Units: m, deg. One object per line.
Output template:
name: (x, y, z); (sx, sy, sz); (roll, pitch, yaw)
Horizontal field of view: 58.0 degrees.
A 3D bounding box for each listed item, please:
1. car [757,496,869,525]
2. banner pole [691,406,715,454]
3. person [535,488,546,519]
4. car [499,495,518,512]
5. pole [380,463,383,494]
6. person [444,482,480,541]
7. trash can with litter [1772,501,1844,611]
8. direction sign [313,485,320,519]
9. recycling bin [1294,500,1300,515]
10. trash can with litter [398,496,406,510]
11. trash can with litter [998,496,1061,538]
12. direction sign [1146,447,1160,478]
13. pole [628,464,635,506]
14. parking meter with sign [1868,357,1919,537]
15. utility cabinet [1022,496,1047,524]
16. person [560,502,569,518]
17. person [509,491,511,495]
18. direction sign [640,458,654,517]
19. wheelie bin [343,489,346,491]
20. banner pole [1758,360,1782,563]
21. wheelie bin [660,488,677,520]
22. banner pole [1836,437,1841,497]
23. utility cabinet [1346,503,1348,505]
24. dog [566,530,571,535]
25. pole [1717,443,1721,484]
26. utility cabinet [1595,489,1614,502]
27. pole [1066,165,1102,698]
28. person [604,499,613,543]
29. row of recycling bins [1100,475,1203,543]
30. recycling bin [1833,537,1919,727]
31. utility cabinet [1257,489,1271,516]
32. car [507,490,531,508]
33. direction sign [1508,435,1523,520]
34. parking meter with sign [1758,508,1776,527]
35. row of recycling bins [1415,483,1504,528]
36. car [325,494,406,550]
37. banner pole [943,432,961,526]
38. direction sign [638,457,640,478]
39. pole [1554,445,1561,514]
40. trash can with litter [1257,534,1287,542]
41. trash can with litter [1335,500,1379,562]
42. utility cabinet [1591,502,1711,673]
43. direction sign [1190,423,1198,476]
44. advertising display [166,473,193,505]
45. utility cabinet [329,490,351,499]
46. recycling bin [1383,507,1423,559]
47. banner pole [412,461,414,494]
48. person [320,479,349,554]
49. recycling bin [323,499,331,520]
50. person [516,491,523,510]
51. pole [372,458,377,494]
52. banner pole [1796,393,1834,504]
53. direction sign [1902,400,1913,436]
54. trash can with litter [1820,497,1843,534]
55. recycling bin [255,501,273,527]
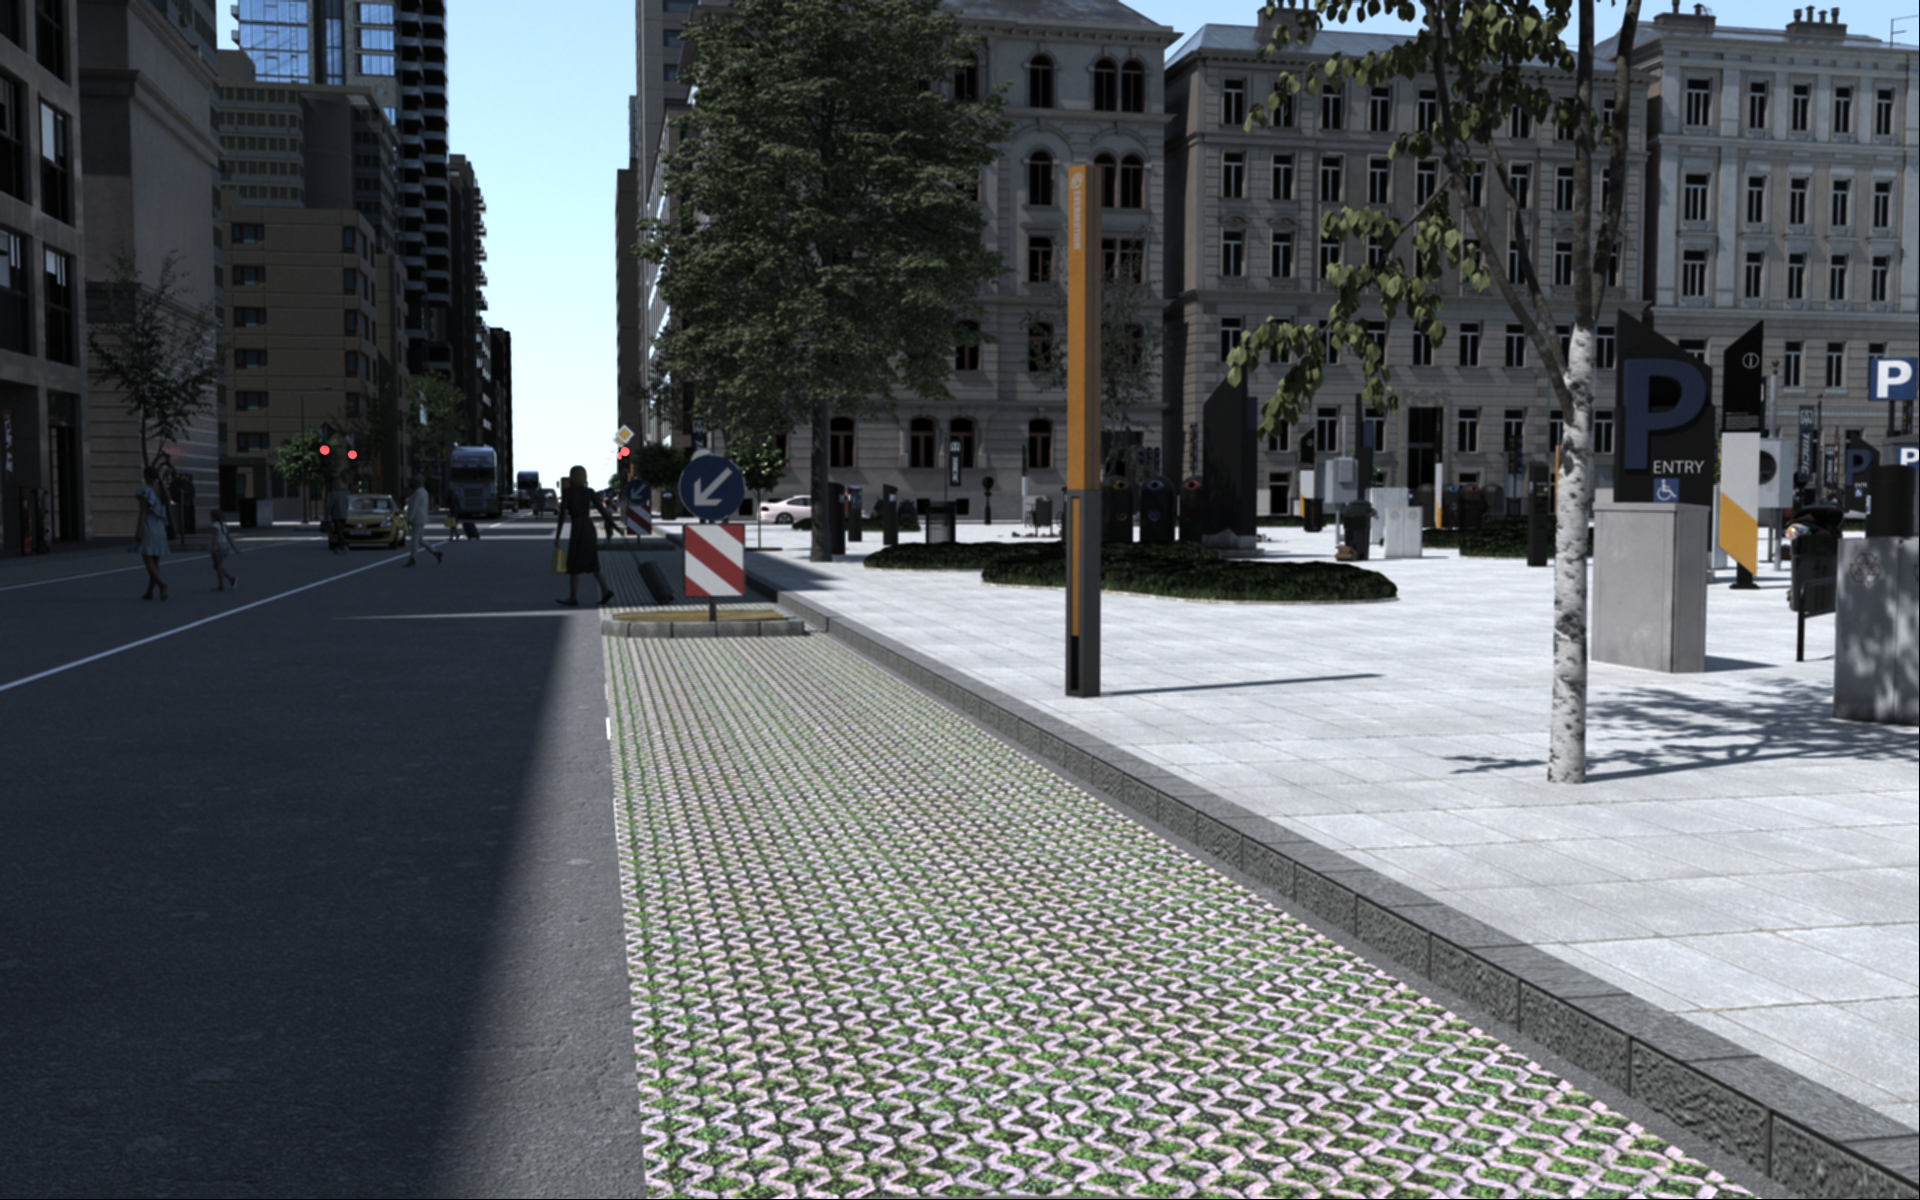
car: (-6.331, -3.817, 74.765); (4.827, 1.381, 2.083); (-1, 4, -12)
banner pole: (-7.214, -3.610, 49.040); (0.863, 3.779, 0.401); (-2, 4, -23)
person: (-24.395, -5.627, 100.603); (0.635, 1.810, 0.391); (-1, 4, -13)
car: (-36.381, -7.714, 138.703); (1.945, 1.354, 3.894); (-1, 4, -10)
pole: (-37.682, -7.278, 112.833); (0.158, 3.312, 0.155); (0, 3, 0)
person: (-15.424, -2.739, 53.507); (0.699, 1.804, 1.509); (2, 4, 29)
trash can with litter: (9.347, -0.474, 19.130); (0.624, 1.170, 1.055); (1, 4, 14)
direction sign: (-32.635, -5.855, 87.730); (0.379, 3.537, 0.876); (2, 4, 33)
recycling bin: (13.987, -3.554, 70.663); (0.722, 1.027, 0.722); (1, 4, 11)
trash can with litter: (-37.407, -6.468, 117.141); (0.624, 1.170, 1.055); (2, 4, 29)
trash can with litter: (2.214, -2.478, 51.576); (2.233, 1.210, 1.678); (2, 4, 33)
direction sign: (9.343, -5.620, 83.877); (0.876, 3.537, 0.379); (-3, 4, -38)
pole: (-22.095, -7.529, 116.949); (0.158, 3.312, 0.155); (0, 3, 0)
parking meter with sign: (11.661, -1.540, 21.432); (0.543, 3.016, 1.738); (1, 4, 19)
utility cabinet: (3.185, -3.841, 73.956); (1.020, 1.237, 0.306); (0, 4, 4)
person: (-23.663, -5.794, 103.900); (0.731, 1.740, 0.598); (-3, 4, -36)
person: (-56.567, -12.806, 217.846); (1.348, 1.831, 0.705); (1, 4, 11)
direction sign: (-17.522, -6.488, 98.077); (0.876, 3.537, 0.379); (0, 4, -6)
wheelie bin: (-35.666, -5.611, 99.642); (0.980, 1.594, 0.693); (1, 4, 9)
banner pole: (15.021, -2.599, 32.509); (0.401, 3.779, 0.863); (-3, 5, -43)
wheelie bin: (-14.274, -4.700, 84.756); (0.693, 1.594, 0.980); (-2, 4, -30)
banner pole: (38.385, -5.270, 76.179); (0.863, 3.779, 0.401); (0, 4, -5)
utility cabinet: (12.331, -2.556, 52.952); (1.020, 1.237, 0.306); (0, 4, -3)
dog: (-13.685, -2.712, 61.170); (0.800, 0.831, 0.513); (-3, 5, -45)
pole: (30.021, -4.561, 68.415); (0.158, 3.312, 0.155); (0, 3, 0)
utility cabinet: (26.375, -3.765, 70.236); (1.173, 1.500, 0.318); (3, 5, 45)
pole: (0.780, -1.043, 10.900); (0.158, 3.312, 0.155); (0, 3, 0)
person: (-9.449, -2.064, 46.487); (0.306, 1.304, 0.590); (1, 4, 9)
row of recycling bins: (4.763, -1.907, 38.295); (3.534, 1.692, 1.069); (1, 4, 17)
recycling bin: (5.486, 0.166, 9.837); (0.722, 1.027, 0.722); (-3, 4, -39)
utility cabinet: (14.328, -4.558, 83.200); (1.173, 1.500, 0.318); (2, 4, 23)
car: (-44.397, -10.134, 174.370); (2.281, 1.827, 5.304); (-1, 4, -14)
direction sign: (21.386, -4.571, 66.728); (0.876, 3.537, 0.379); (-3, 4, -38)
parking meter with sign: (31.095, -4.311, 66.742); (1.738, 3.016, 0.543); (1, 4, 21)
row of recycling bins: (19.015, -3.603, 66.016); (3.534, 1.692, 1.069); (-1, 4, -13)
car: (-15.704, -2.183, 45.910); (2.015, 1.641, 3.980); (-1, 4, -13)
banner pole: (-0.344, -4.856, 69.413); (0.863, 3.779, 0.401); (1, 4, 11)
direction sign: (-19.532, -6.945, 105.553); (0.379, 3.537, 0.876); (-1, 4, -22)
pole: (24.921, -4.794, 72.219); (0.158, 3.312, 0.155); (0, 3, 0)
trash can with litter: (8.052, -2.384, 50.042); (2.233, 1.210, 1.678); (-3, 5, -41)
trash can with litter: (7.597, -1.336, 33.229); (0.624, 1.170, 1.055); (2, 4, 30)
utility cabinet: (5.115, -0.104, 12.867); (0.306, 1.237, 1.020); (-1, 4, -13)
direction sign: (7.533, -3.909, 55.909); (0.379, 3.537, 0.876); (0, 4, -7)
advertising display: (-24.460, -3.004, 54.323); (0.974, 1.923, 0.123); (1, 4, 22)
utility cabinet: (-36.193, -5.657, 101.163); (1.173, 1.500, 0.318); (0, 4, 6)
recycling bin: (8.882, -1.356, 34.732); (0.722, 1.027, 0.722); (1, 4, 11)
banner pole: (-41.252, -8.600, 130.624); (0.401, 3.779, 0.863); (-2, 4, -25)
person: (-14.883, -1.997, 41.339); (0.728, 1.800, 0.709); (2, 4, 33)
recycling bin: (-31.265, -4.509, 86.271); (0.722, 1.027, 0.722); (-2, 4, -30)
person: (-40.650, -9.211, 159.814); (0.721, 1.736, 1.217); (1, 4, 20)
pole: (-32.775, -6.311, 97.021); (0.158, 3.312, 0.155); (0, 3, 0)
banner pole: (21.112, -3.240, 42.997); (0.863, 3.779, 0.401); (-1, 4, -18)
direction sign: (19.374, -2.659, 35.475); (0.379, 3.537, 0.876); (1, 4, 19)
trash can with litter: (20.144, -1.736, 39.444); (1.678, 1.210, 2.233); (-2, 4, -33)
recycling bin: (-27.246, -3.358, 67.461); (0.722, 1.027, 0.722); (-3, 4, -38)
